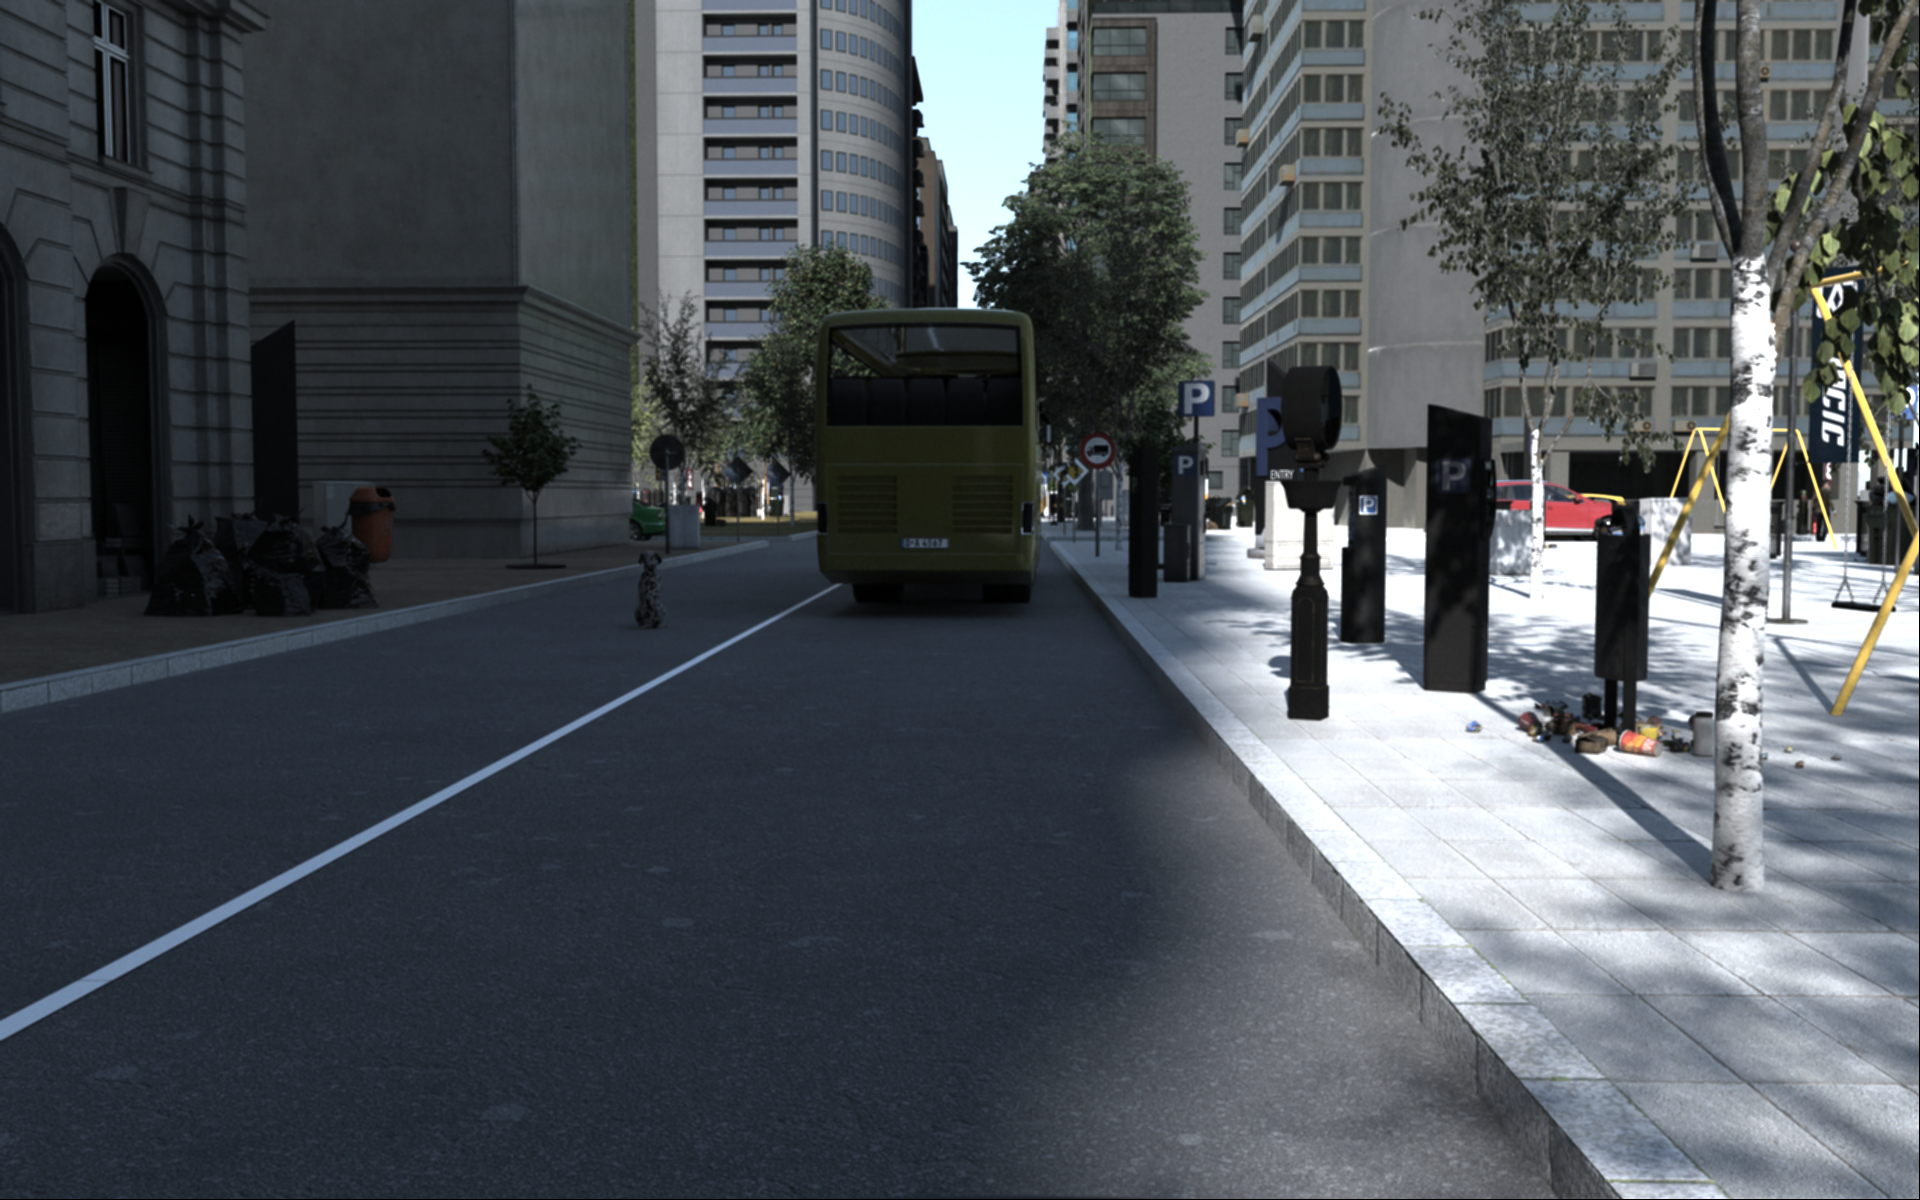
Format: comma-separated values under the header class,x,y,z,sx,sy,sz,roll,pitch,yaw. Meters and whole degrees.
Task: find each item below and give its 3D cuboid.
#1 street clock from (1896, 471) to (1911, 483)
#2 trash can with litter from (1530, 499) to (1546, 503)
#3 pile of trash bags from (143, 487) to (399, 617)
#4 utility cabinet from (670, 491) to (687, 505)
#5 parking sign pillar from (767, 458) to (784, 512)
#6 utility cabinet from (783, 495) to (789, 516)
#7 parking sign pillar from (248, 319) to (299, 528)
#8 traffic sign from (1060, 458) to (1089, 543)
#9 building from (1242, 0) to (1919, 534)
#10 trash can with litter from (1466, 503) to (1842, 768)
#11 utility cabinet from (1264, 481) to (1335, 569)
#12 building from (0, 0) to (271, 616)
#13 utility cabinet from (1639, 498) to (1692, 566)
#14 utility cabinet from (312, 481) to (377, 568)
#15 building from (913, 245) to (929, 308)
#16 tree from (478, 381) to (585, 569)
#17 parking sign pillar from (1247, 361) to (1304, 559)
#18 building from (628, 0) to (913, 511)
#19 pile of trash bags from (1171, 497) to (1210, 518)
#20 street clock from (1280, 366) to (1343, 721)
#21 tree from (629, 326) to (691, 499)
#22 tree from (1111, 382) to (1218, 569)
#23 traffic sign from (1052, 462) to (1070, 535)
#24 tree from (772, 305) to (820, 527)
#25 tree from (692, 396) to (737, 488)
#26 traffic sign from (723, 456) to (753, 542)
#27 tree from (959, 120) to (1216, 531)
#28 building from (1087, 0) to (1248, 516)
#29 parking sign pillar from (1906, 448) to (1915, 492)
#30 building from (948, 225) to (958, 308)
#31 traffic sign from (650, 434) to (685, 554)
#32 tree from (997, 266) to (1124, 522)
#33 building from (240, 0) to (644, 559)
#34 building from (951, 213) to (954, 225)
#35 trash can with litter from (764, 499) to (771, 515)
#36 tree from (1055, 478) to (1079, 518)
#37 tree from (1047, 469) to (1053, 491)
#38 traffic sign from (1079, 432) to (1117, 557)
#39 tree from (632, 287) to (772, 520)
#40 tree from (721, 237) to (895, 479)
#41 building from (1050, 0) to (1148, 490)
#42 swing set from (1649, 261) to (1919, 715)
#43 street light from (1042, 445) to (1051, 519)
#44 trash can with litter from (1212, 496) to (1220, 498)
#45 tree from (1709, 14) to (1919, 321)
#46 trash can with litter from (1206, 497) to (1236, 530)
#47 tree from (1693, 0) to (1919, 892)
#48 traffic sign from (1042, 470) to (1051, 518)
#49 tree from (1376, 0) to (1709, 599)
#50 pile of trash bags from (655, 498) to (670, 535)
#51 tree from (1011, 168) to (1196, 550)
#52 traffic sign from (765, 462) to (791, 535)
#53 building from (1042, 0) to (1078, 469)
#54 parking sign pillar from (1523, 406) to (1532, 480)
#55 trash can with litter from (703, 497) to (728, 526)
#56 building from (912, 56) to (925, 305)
class,x,y,z,sx,sy,sz,roll,pitch,yaw
street clock,29.890,-3.081,54.937,0.471,2.002,0.358,-2,4,-33
trash can with litter,13.366,-1.836,41.075,2.233,1.210,1.678,-3,4,-36
pile of trash bags,-7.458,-0.605,19.642,1.912,1.369,3.447,1,4,13
utility cabinet,-19.801,-6.920,121.826,1.173,1.500,0.318,-1,4,-9
parking sign pillar,-12.751,-8.046,120.022,1.447,3.967,1.447,-3,4,-38
utility cabinet,-10.558,-5.570,102.236,0.306,1.237,1.020,3,5,42
parking sign pillar,-10.927,-2.341,26.743,1.447,3.967,1.447,-1,4,-23
traffic sign,3.010,-2.568,45.621,0.795,2.450,0.064,0,4,2
building,24.498,-23.178,70.845,23.993,40.220,32.217,0,4,2
trash can with litter,3.574,0.110,9.256,1.678,1.210,2.233,1,4,11
utility cabinet,5.747,-1.259,29.269,1.173,1.500,0.318,-1,4,-20
building,-15.928,-10.407,11.959,13.314,21.916,24.055,0,4,2
utility cabinet,12.683,-1.223,31.159,1.020,1.237,0.306,-2,4,-25
utility cabinet,-10.387,-1.261,29.292,0.318,1.500,1.173,1,4,23
building,-10.767,-25.780,193.207,14.160,30.474,14.107,0,4,2
tree,-7.513,-2.165,30.002,1.663,3.219,1.824,0,3,0
parking sign pillar,6.483,-2.821,34.595,1.447,3.967,1.447,-2,4,-30
building,-15.164,-36.727,142.481,21.231,58.520,28.212,0,4,2
pile of trash bags,12.669,-5.089,92.960,3.447,1.369,1.912,0,4,-7
street clock,1.996,-0.324,9.863,0.358,2.002,0.471,2,4,27
tree,-14.695,-7.601,74.638,4.737,8.622,4.395,0,3,0
tree,3.369,-2.174,30.152,1.663,3.219,1.824,0,3,0
traffic sign,3.237,-3.056,53.603,0.795,2.450,0.064,0,4,2
tree,-6.400,-7.210,68.245,4.360,8.622,3.978,0,3,0
tree,-17.891,-10.691,125.155,4.737,8.622,4.395,0,3,0
traffic sign,-5.880,-2.584,45.893,0.795,2.450,0.064,0,4,2
tree,4.509,-9.427,60.794,9.857,13.997,8.962,0,3,0
building,14.688,-20.420,105.566,14.160,30.474,14.107,0,4,2
parking sign pillar,51.702,-6.413,93.322,1.447,3.967,1.447,2,4,31
building,-7.476,-35.042,256.530,14.154,41.232,14.086,0,4,2
traffic sign,-6.249,-2.253,36.940,0.768,2.556,0.104,0,4,8
tree,4.420,-9.346,78.558,9.928,11.665,9.643,0,3,0
building,-18.306,-12.398,38.864,21.152,22.565,11.583,0,4,2
building,-11.878,-39.789,274.248,21.300,48.544,21.600,0,4,2
trash can with litter,-12.035,-5.844,106.934,1.055,1.170,0.624,-2,4,-25
tree,6.188,-6.029,93.179,1.663,3.219,1.824,0,3,0
tree,5.339,-7.082,110.398,1.663,3.219,1.824,0,3,0
traffic sign,2.817,-2.160,35.416,0.768,2.556,0.104,1,4,10
tree,-9.780,-6.831,62.056,4.360,8.622,3.978,0,3,0
tree,-5.909,-9.818,77.528,9.611,12.733,9.660,0,3,0
building,17.712,-42.768,137.514,20.563,71.187,20.611,0,4,2
swing set,6.375,-0.842,11.384,2.862,2.851,3.119,0,4,-5
street light,4.620,-7.129,89.342,0.468,5.910,1.993,0,4,2
trash can with litter,10.897,-3.967,75.919,2.233,1.210,1.678,-3,5,-45
tree,12.876,-4.425,22.718,4.360,8.622,3.978,0,3,0
trash can with litter,9.360,-3.118,62.363,1.055,1.170,0.624,-2,4,-30
tree,2.756,-3.360,5.299,4.737,8.622,4.395,0,3,0
traffic sign,4.419,-5.598,91.635,0.768,2.556,0.104,1,4,10
tree,7.025,-4.305,20.754,4.360,8.622,3.978,0,3,0
pile of trash bags,-10.567,-2.753,54.772,3.447,1.369,1.912,1,4,17
tree,3.527,-5.452,39.511,4.360,8.622,3.978,0,3,0
traffic sign,-5.653,-3.072,53.875,0.795,2.450,0.064,0,4,2
building,19.013,-33.275,163.648,23.786,49.044,30.456,0,4,2
parking sign pillar,17.696,-3.988,53.679,1.447,3.967,1.447,1,4,20
trash can with litter,-9.724,-3.521,68.962,1.055,1.170,0.624,2,4,29
building,-14.901,-31.609,171.432,22.147,44.769,28.867,0,4,2
